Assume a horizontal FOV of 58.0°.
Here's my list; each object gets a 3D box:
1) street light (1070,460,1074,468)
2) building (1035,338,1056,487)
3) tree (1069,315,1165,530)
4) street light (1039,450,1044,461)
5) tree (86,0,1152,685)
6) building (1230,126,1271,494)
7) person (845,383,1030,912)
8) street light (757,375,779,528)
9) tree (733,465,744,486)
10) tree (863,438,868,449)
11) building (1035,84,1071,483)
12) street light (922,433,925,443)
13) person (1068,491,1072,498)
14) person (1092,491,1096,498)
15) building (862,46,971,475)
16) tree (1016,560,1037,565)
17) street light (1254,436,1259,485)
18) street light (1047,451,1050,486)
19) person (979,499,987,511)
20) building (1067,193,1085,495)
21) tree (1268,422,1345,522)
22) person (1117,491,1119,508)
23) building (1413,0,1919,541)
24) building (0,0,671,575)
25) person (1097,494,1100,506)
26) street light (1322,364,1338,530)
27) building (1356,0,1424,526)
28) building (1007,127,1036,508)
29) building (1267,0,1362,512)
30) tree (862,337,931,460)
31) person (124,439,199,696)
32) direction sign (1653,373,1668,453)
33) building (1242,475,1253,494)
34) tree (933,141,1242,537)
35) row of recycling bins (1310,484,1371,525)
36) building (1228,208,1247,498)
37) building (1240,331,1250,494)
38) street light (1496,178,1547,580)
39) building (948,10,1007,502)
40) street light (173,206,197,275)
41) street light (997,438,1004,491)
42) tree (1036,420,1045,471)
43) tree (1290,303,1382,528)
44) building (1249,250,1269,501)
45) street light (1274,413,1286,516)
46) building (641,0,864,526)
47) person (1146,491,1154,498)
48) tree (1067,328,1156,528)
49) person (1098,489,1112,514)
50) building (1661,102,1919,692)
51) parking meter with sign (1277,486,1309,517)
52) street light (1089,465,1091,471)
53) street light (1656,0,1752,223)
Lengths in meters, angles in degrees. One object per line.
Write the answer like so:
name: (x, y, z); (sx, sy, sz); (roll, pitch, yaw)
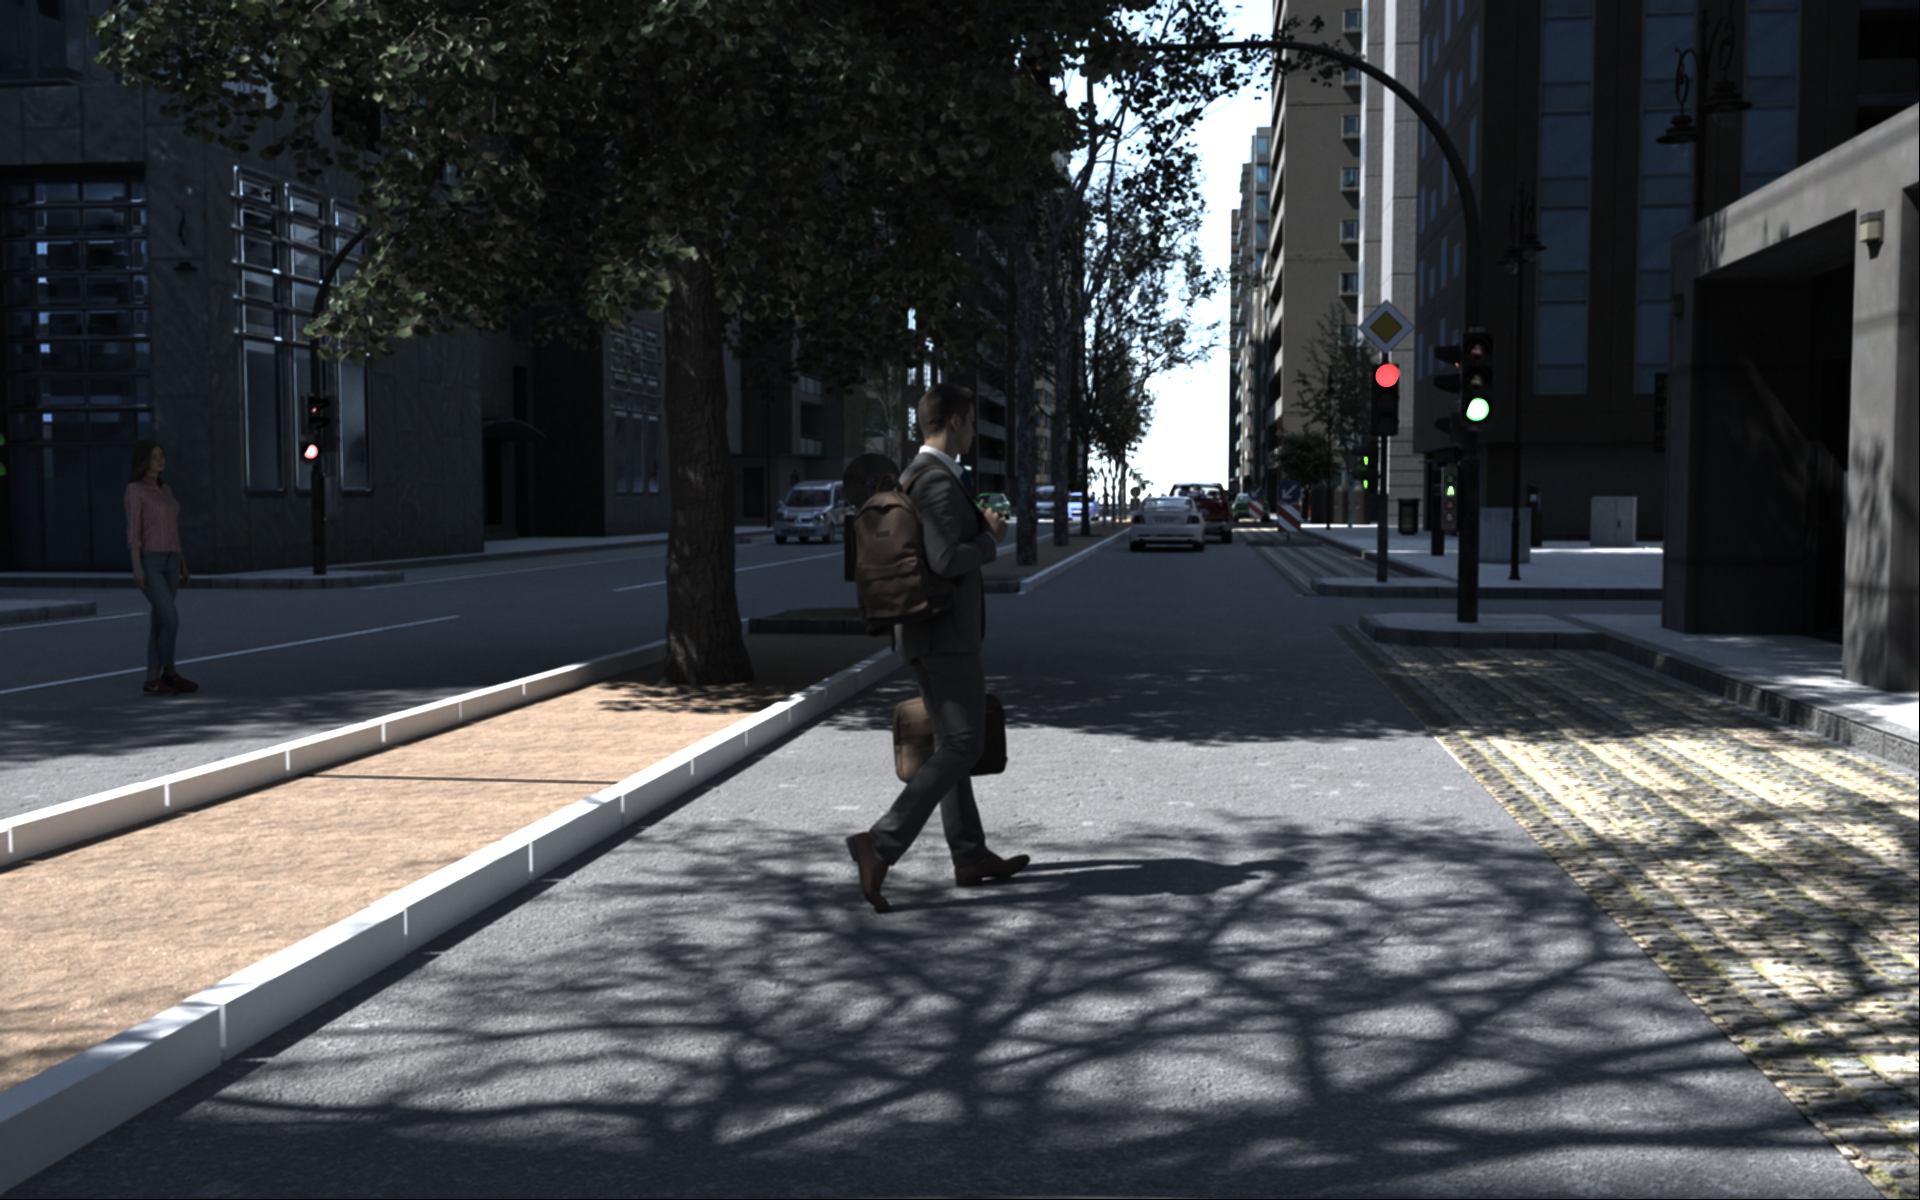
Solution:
street light: (14.393, -15.263, 222.335); (0.468, 5.910, 1.993); (0, 4, 8)
building: (-2.729, -21.790, 201.302); (27.650, 21.520, 28.899); (0, 4, 8)
tree: (6.145, -7.089, 68.727); (4.360, 8.622, 3.978); (0, 3, 0)
street light: (8.277, -12.478, 176.801); (0.468, 5.910, 1.993); (0, 4, 8)
tree: (-1.931, -6.335, 12.693); (9.857, 13.997, 8.962); (0, 3, 0)
building: (47.598, -37.078, 225.832); (23.786, 49.044, 30.456); (0, 4, 8)
person: (-0.098, 0.138, 6.213); (0.822, 1.834, 0.622); (-2, 4, -29)
street light: (-7.238, -5.666, 65.424); (0.468, 5.910, 1.993); (0, 4, 8)
tree: (-8.607, -4.027, 60.438); (1.663, 3.219, 1.824); (0, 3, 0)
tree: (-5.756, -6.122, 83.810); (4.285, 4.588, 4.351); (0, 3, 0)
building: (0.449, -39.128, 228.985); (28.713, 52.752, 27.495); (0, 4, 8)
street light: (-1.777, -8.012, 103.778); (0.468, 5.910, 1.993); (0, 4, 8)
person: (11.256, -10.279, 177.224); (0.621, 1.740, 0.551); (1, 4, 11)
person: (14.465, -11.058, 190.024); (1.217, 1.735, 0.721); (-3, 4, -37)
building: (-12.103, -30.495, 118.205); (23.786, 49.044, 30.456); (0, 4, 8)
tree: (2.427, -10.689, 33.109); (12.611, 20.169, 13.585); (0, 3, 0)
street light: (23.717, -10.149, 138.721); (0.468, 5.910, 1.993); (0, 4, 8)
street light: (9.517, -13.050, 186.155); (0.468, 5.910, 1.993); (0, 4, 8)
person: (1.361, -4.818, 92.779); (0.738, 1.151, 1.012); (3, 4, 39)
building: (10.533, -36.620, 248.840); (14.600, 45.320, 14.200); (0, 4, 8)
tree: (15.746, -5.833, 79.076); (4.285, 4.588, 4.351); (0, 3, 0)
person: (15.892, -10.099, 174.446); (0.721, 1.723, 1.217); (0, 4, 6)
building: (21.878, -24.584, 52.068); (14.600, 45.320, 14.200); (0, 4, 8)
building: (-20.774, -44.586, 41.652); (22.319, 86.520, 31.000); (0, 4, 8)
person: (13.211, -9.402, 165.477); (0.557, 1.426, 1.065); (1, 4, 10)
street light: (13.213, -5.455, 61.969); (0.468, 5.910, 1.993); (0, 4, 8)
building: (29.445, -32.909, 80.056); (21.231, 58.520, 28.212); (0, 4, 8)
building: (-0.496, -29.302, 162.681); (14.154, 41.232, 14.086); (0, 4, 8)
building: (30.887, -29.720, 109.626); (21.300, 48.544, 21.600); (0, 4, 8)
tree: (-3.917, -9.731, 93.522); (7.601, 10.594, 8.767); (0, 4, 1)
person: (-5.708, -0.232, 12.309); (0.388, 1.821, 0.555); (0, 4, 1)
direction sign: (13.403, -2.467, 32.326); (0.876, 3.537, 0.379); (2, 4, 29)
building: (42.770, -28.657, 160.419); (32.217, 40.220, 23.993); (0, 4, 8)
tree: (4.229, -8.903, 58.393); (12.009, 13.543, 11.850); (0, 3, 0)
row of recycling bins: (16.062, -4.046, 73.271); (1.069, 1.692, 3.534); (-2, 4, -26)
building: (45.713, -34.567, 248.763); (14.154, 41.232, 14.086); (0, 4, 8)
building: (46.127, -21.465, 195.986); (27.650, 21.520, 28.899); (0, 4, 8)
street light: (8.316, -3.242, 25.792); (0.468, 5.910, 1.993); (0, 4, 8)
building: (-7.816, -31.845, 144.362); (21.300, 48.544, 21.600); (0, 4, 8)
street light: (-12.067, -3.385, 28.133); (0.468, 5.910, 1.993); (0, 4, 8)
street light: (3.259, -10.264, 140.609); (0.468, 5.910, 1.993); (0, 4, 8)
tree: (6.705, -13.600, 172.724); (4.737, 8.622, 4.395); (0, 3, 0)
tree: (14.806, -7.066, 65.887); (4.737, 8.622, 4.395); (0, 3, 0)
building: (37.280, -17.741, 135.097); (27.650, 21.520, 28.899); (0, 4, 8)
street light: (18.841, -7.936, 102.541); (0.468, 5.910, 1.993); (0, 4, 8)
building: (-12.191, -23.794, 72.634); (14.154, 41.232, 14.086); (0, 4, 8)
person: (25.526, -13.704, 232.501); (1.348, 1.831, 0.705); (-2, 4, -28)
tree: (6.984, -7.727, 79.162); (4.737, 8.622, 4.395); (0, 3, 0)
person: (10.316, -6.973, 122.513); (1.348, 1.823, 0.705); (-2, 4, -27)
building: (15.467, -34.537, 2.938); (20.563, 71.187, 20.611); (0, 4, 8)
parking meter with sign: (18.571, -6.136, 96.582); (1.738, 3.016, 0.543); (1, 4, 10)
street light: (19.396, -17.487, 258.695); (0.468, 5.910, 1.993); (0, 4, 8)
street light: (7.083, -2.683, 16.648); (0.468, 5.910, 1.993); (0, 4, 8)
